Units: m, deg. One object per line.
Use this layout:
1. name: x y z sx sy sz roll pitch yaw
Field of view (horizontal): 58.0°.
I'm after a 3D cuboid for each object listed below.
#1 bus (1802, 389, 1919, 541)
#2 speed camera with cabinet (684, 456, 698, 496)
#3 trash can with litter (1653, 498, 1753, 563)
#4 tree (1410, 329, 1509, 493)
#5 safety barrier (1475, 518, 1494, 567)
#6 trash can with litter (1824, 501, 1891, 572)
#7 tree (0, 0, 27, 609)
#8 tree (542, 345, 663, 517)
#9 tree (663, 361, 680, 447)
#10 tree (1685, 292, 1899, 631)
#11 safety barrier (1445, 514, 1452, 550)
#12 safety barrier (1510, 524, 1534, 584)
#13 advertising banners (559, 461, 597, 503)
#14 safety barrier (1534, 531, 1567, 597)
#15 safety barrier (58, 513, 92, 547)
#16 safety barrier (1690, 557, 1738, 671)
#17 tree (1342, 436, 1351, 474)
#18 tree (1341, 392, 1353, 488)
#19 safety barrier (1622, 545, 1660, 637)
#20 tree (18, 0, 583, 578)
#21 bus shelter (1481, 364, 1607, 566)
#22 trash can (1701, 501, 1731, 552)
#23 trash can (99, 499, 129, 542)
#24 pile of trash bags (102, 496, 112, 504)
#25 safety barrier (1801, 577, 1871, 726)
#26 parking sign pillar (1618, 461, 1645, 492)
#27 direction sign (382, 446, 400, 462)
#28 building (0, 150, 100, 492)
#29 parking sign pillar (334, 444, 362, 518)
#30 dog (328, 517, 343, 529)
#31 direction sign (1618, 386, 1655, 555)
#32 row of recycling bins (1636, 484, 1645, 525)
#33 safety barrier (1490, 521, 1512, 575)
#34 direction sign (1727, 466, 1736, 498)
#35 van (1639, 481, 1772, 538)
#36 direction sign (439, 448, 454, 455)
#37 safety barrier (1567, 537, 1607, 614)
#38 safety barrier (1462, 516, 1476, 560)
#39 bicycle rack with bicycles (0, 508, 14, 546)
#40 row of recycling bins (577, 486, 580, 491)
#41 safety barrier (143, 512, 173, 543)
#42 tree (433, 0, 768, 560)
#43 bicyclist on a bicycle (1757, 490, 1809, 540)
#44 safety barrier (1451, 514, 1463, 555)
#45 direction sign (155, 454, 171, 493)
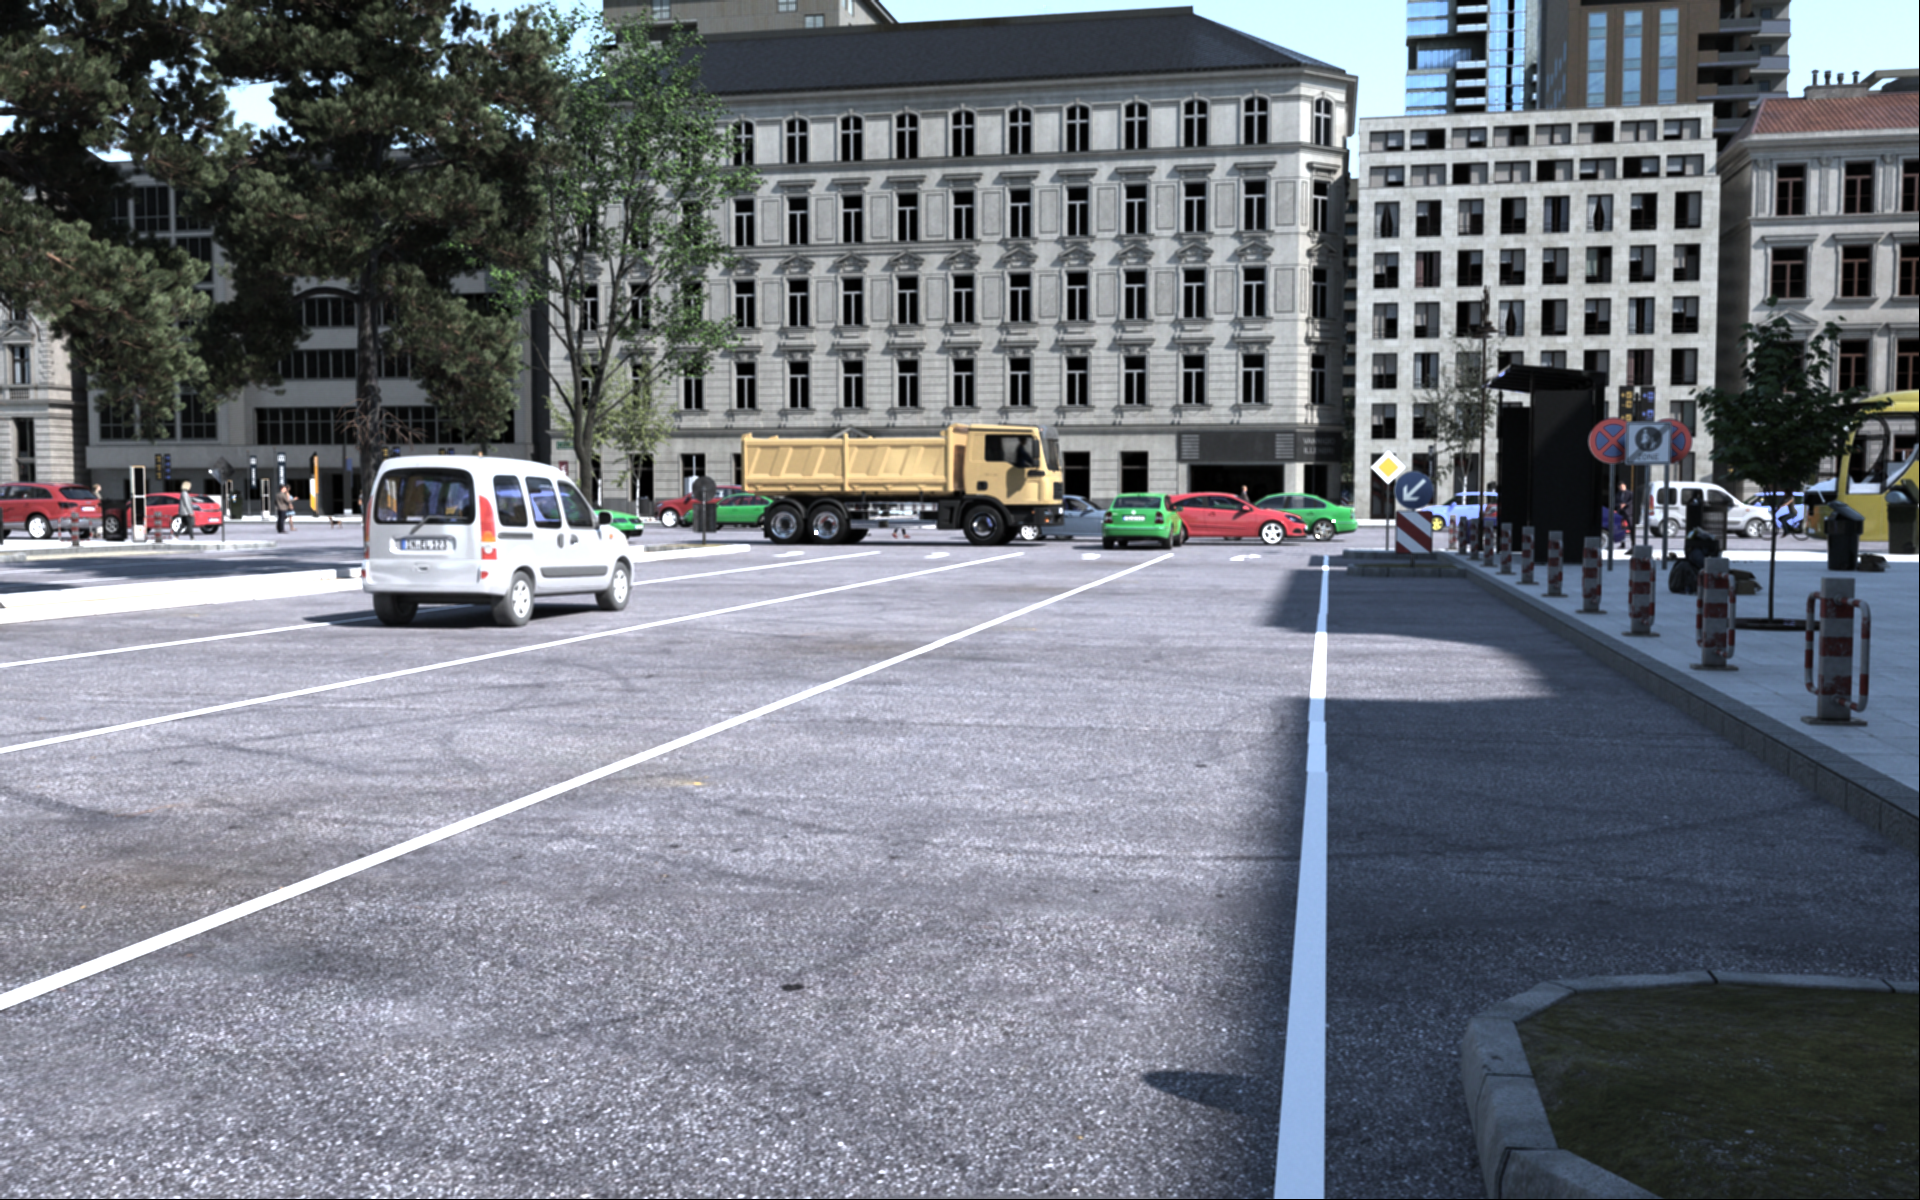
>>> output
1. bus: 26.086 -2.976 40.205 12.252 3.916 2.896 1 4 11
2. speed camera with cabinet: -13.304 -5.857 90.093 2.038 3.252 0.660 -3 4 -37
3. trash can with litter: 14.084 -1.366 33.396 1.678 1.210 2.233 0 4 -1
4. tree: 21.688 -7.602 74.649 4.360 8.622 3.978 0 3 0
5. safety barrier: 9.361 -1.002 30.650 0.300 0.817 1.120 1 4 12
6. trash can with litter: 15.015 -1.073 28.934 0.624 1.170 1.055 -2 4 -31
7. tree: -11.867 -5.865 20.403 6.751 12.117 7.091 0 3 0
8. tree: -17.856 -8.202 84.469 4.737 8.622 4.395 0 3 0
9. tree: -16.658 -8.521 89.680 4.737 8.622 4.395 0 3 0
10. tree: 7.809 -1.356 16.776 1.663 3.219 1.824 0 3 0
11. safety barrier: 11.281 -1.552 39.654 0.300 0.817 1.120 1 4 12
12. safety barrier: 8.083 -0.635 24.651 0.300 0.817 1.120 1 4 12
13. advertising banners: -20.213 -5.831 91.527 2.074 3.025 0.090 1 4 10
14. safety barrier: 7.442 -0.451 21.657 0.300 0.817 1.120 1 4 12
15. safety barrier: -21.590 -1.712 42.265 0.300 0.817 1.120 1 4 12
16. safety barrier: 5.519 0.099 12.655 0.300 0.817 1.120 1 4 12
17. tree: 45.074 -15.755 192.007 8.767 10.594 7.601 0 4 1
18. tree: 35.743 -14.023 146.289 9.611 12.733 9.660 0 3 0
19. safety barrier: 6.163 -0.085 15.660 0.300 0.817 1.120 1 4 12
20. tree: -9.733 -6.351 28.346 6.751 12.117 7.091 0 3 0
21. bus shelter: 11.405 -2.621 34.131 1.731 3.624 6.357 1 4 12
22. trash can: 16.201 -1.570 37.323 0.748 1.137 0.748 0 3 0
23. trash can: -22.914 -2.159 46.951 0.748 1.137 0.748 0 3 0
24. pile of trash bags: -46.880 -5.061 92.496 3.447 1.369 1.912 -1 4 -15
25. safety barrier: 4.885 0.282 9.660 0.300 0.817 1.120 1 4 12
26. parking sign pillar: 32.076 -5.748 82.446 1.447 3.967 1.447 2 4 33
27. direction sign: -27.086 -5.532 82.448 0.876 3.537 0.379 -1 4 -22
28. building: -61.755 -17.094 108.372 19.941 23.489 11.050 1 4 12
29. parking sign pillar: -33.282 -6.458 94.065 1.447 3.967 1.447 -1 4 -21
30. dog: -25.898 -3.214 71.838 0.540 0.507 0.406 -3 4 -37
31. direction sign: 14.193 -2.716 36.402 0.876 3.537 0.379 -1 4 -17
32. row of recycling bins: 29.718 -4.035 73.079 3.534 1.692 1.069 -3 4 -37
33. safety barrier: 8.721 -0.818 27.647 0.300 0.817 1.120 1 4 12
34. direction sign: 36.796 -5.520 82.254 0.876 3.537 0.379 -1 4 -12
35. van: 24.616 -3.058 57.010 4.112 2.044 2.013 1 4 11
36. direction sign: -25.278 -5.710 85.356 0.876 3.537 0.379 1 4 19
37. safety barrier: 6.805 -0.268 18.653 0.300 0.817 1.120 1 4 12
38. safety barrier: 10.001 -1.185 33.644 0.300 0.817 1.120 1 4 12
39. bicycle rack with bicycles: -25.248 -1.851 43.643 2.852 0.926 2.925 -2 4 -25
40. row of recycling bins: -20.926 -4.999 88.845 3.534 1.692 1.069 0 4 2
41. safety barrier: -20.954 -1.895 45.262 0.300 0.817 1.120 1 4 12
42. tree: -7.957 -6.629 36.595 9.928 11.665 9.643 0 3 0
43. bicyclist on a bicycle: 25.686 -2.684 53.900 1.625 1.676 1.499 1 4 12
44. safety barrier: 10.644 -1.369 36.652 0.300 0.817 1.120 1 4 12
45. direction sign: -45.065 -6.483 97.994 0.876 3.537 0.379 0 4 4
